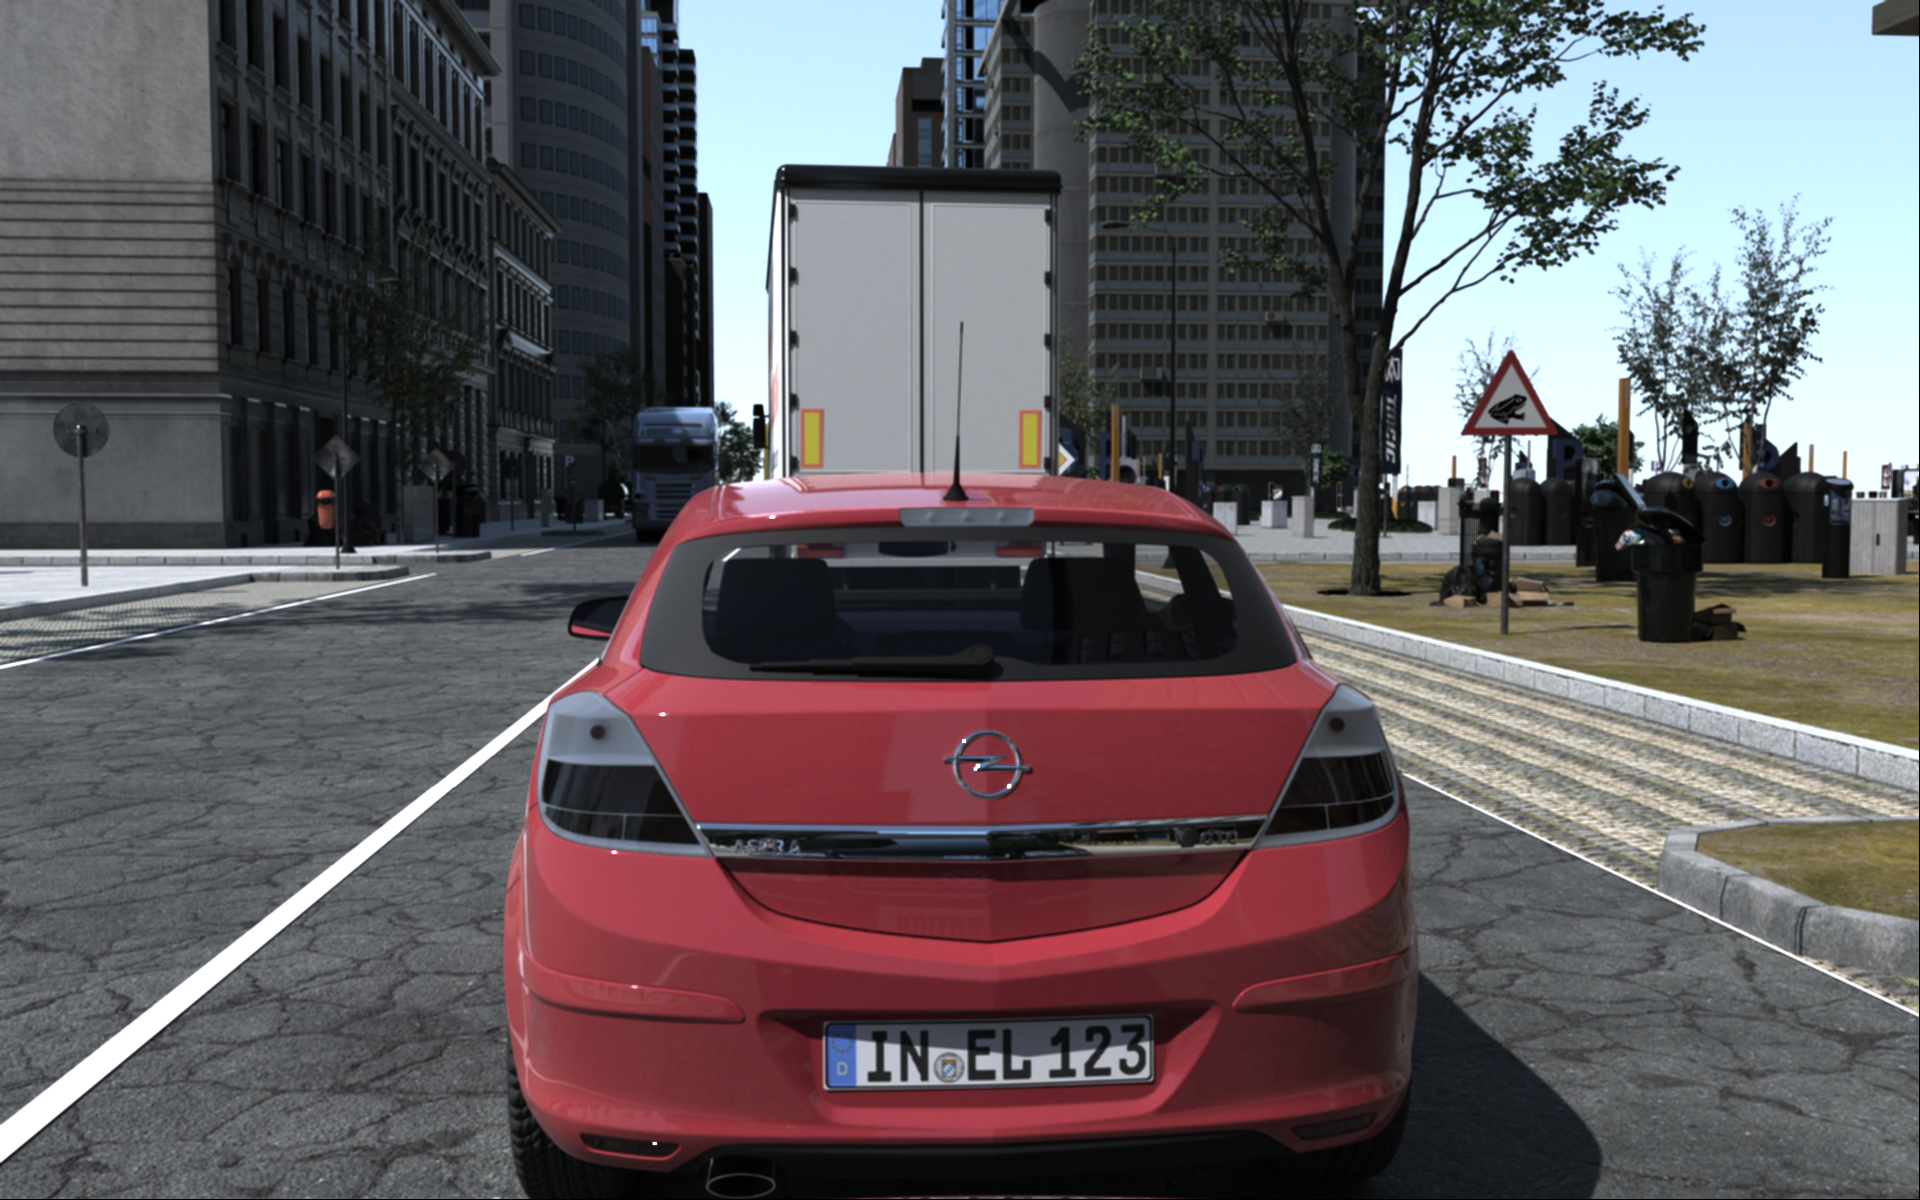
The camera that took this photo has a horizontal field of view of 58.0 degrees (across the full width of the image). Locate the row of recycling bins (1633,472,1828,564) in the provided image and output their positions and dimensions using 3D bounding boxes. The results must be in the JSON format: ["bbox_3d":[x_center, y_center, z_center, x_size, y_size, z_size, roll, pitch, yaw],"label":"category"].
[{"bbox_3d":[14.394,-1.529,32.115,3.534,1.692,1.069,0,4,-6],"label":"row of recycling bins"}]

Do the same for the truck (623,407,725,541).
[{"bbox_3d":[-9.222,-4.261,59.429,2.967,4.110,18.799,0,4,-5],"label":"truck"}]

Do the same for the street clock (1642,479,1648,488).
[{"bbox_3d":[33.360,-4.877,84.316,0.358,2.002,0.471,2,4,32],"label":"street clock"}]

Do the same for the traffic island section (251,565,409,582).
[{"bbox_3d":[-10.629,-0.444,29.540,2.009,0.180,2.903,0,4,-5],"label":"traffic island section"}]

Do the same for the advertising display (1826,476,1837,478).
[{"bbox_3d":[30.888,-3.444,61.522,0.123,1.923,0.974,0,4,7],"label":"advertising display"}]

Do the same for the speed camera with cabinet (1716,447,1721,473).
[{"bbox_3d":[31.830,-4.840,73.475,0.660,3.252,2.038,1,4,16],"label":"speed camera with cabinet"}]

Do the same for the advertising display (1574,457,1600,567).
[{"bbox_3d":[11.148,-1.565,30.799,0.123,1.923,0.974,3,4,38],"label":"advertising display"}]

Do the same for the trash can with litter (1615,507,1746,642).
[{"bbox_3d":[6.352,-0.235,15.225,1.055,1.170,0.624,-2,4,-25],"label":"trash can with litter"}]

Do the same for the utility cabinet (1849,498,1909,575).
[{"bbox_3d":[14.729,-1.028,27.973,0.306,1.237,1.020,-2,4,-29],"label":"utility cabinet"}]

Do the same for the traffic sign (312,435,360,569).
[{"bbox_3d":[-10.606,-1.580,29.480,0.795,2.450,0.064,0,4,-5],"label":"traffic sign"}]

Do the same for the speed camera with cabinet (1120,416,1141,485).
[{"bbox_3d":[3.441,-3.012,43.580,2.038,3.252,0.660,0,4,4],"label":"speed camera with cabinet"}]

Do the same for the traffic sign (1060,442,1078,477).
[{"bbox_3d":[2.527,-2.612,42.805,0.768,2.556,0.104,0,4,-2],"label":"traffic sign"}]

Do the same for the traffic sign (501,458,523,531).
[{"bbox_3d":[-15.638,-3.690,60.444,0.768,2.556,0.104,0,4,0],"label":"traffic sign"}]

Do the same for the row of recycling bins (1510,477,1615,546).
[{"bbox_3d":[15.299,-2.226,43.509,3.534,1.692,1.069,-1,4,-19],"label":"row of recycling bins"}]

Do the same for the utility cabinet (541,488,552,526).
[{"bbox_3d":[-16.331,-3.658,68.480,0.318,1.500,1.173,0,4,-7],"label":"utility cabinet"}]

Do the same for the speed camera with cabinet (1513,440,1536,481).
[{"bbox_3d":[21.155,-4.249,63.806,2.038,3.252,0.660,-3,5,-40],"label":"speed camera with cabinet"}]

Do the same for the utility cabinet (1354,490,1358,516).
[{"bbox_3d":[23.385,-5.600,100.244,1.173,1.500,0.318,-1,4,-19],"label":"utility cabinet"}]

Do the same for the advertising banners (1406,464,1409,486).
[{"bbox_3d":[25.733,-6.363,100.219,0.090,3.025,2.074,2,4,26],"label":"advertising banners"}]

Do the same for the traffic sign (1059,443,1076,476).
[{"bbox_3d":[1.642,-1.645,30.541,0.795,2.450,0.064,0,4,-5],"label":"traffic sign"}]

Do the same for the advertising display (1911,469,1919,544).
[{"bbox_3d":[24.479,-2.374,44.025,0.974,1.923,0.123,2,4,33],"label":"advertising display"}]

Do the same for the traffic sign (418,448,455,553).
[{"bbox_3d":[-11.311,-2.067,37.434,0.795,2.450,0.064,0,4,-5],"label":"traffic sign"}]

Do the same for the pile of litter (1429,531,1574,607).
[{"bbox_3d":[6.279,-0.371,20.024,1.719,0.858,1.176,0,4,7],"label":"pile of litter"}]

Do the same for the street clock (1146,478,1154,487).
[{"bbox_3d":[8.672,-4.528,78.599,0.471,2.002,0.358,-2,4,-31],"label":"street clock"}]

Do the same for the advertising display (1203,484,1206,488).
[{"bbox_3d":[15.198,-6.303,108.273,0.123,1.923,0.974,0,4,-7],"label":"advertising display"}]

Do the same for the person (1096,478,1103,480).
[{"bbox_3d":[2.818,-1.567,34.663,0.362,1.759,0.519,0,4,-4],"label":"person"}]

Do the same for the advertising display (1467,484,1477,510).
[{"bbox_3d":[31.163,-6.168,106.061,0.974,1.923,0.123,1,4,11],"label":"advertising display"}]

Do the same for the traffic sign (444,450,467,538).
[{"bbox_3d":[-14.683,-3.066,50.233,0.768,2.556,0.104,0,4,5],"label":"traffic sign"}]

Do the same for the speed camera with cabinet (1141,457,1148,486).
[{"bbox_3d":[9.370,-6.027,92.878,0.660,3.252,2.038,-1,4,-23],"label":"speed camera with cabinet"}]

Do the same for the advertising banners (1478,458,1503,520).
[{"bbox_3d":[25.570,-5.292,82.707,0.090,3.025,2.074,-3,4,-37],"label":"advertising banners"}]

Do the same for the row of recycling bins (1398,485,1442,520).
[{"bbox_3d":[22.485,-4.719,84.271,1.069,1.692,3.534,-1,4,-17],"label":"row of recycling bins"}]

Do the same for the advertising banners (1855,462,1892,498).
[{"bbox_3d":[54.955,-6.611,104.275,0.090,3.025,2.074,-2,4,-34],"label":"advertising banners"}]

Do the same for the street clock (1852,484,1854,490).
[{"bbox_3d":[59.551,-6.812,115.949,0.358,2.002,0.471,-1,4,-11],"label":"street clock"}]

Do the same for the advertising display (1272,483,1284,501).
[{"bbox_3d":[19.035,-6.020,103.643,0.123,1.923,0.974,-2,4,-28],"label":"advertising display"}]

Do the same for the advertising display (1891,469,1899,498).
[{"bbox_3d":[24.648,-2.462,45.466,0.123,1.923,0.974,3,5,43],"label":"advertising display"}]

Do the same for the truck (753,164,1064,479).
[{"bbox_3d":[-1.008,-1.928,20.440,2.839,4.237,11.283,0,4,-7],"label":"truck"}]

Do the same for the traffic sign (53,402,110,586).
[{"bbox_3d":[-12.185,-1.464,24.035,0.768,2.556,0.104,0,4,-1],"label":"traffic sign"}]

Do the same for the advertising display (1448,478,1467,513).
[{"bbox_3d":[19.949,-3.942,69.663,0.974,1.923,0.123,-3,5,-40],"label":"advertising display"}]

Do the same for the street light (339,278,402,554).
[{"bbox_3d":[-12.713,-3.966,37.385,1.470,5.913,1.316,0,4,-5],"label":"street light"}]

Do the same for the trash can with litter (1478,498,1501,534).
[{"bbox_3d":[16.846,-2.681,55.225,0.624,1.170,1.055,2,4,25],"label":"trash can with litter"}]

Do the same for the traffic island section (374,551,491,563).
[{"bbox_3d":[-11.334,-0.930,37.494,2.009,0.180,2.903,0,4,-5],"label":"traffic island section"}]

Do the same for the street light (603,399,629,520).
[{"bbox_3d":[-16.933,-6.878,85.002,1.470,5.913,1.316,0,4,-5],"label":"street light"}]

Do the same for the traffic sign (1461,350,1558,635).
[{"bbox_3d":[4.963,-0.961,15.713,0.884,2.594,0.081,0,4,-2],"label":"traffic sign"}]

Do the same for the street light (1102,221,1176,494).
[{"bbox_3d":[3.111,-3.494,29.669,1.470,5.913,1.316,0,4,-5],"label":"street light"}]

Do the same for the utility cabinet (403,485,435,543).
[{"bbox_3d":[-14.070,-2.226,45.071,0.318,1.500,1.173,1,4,9],"label":"utility cabinet"}]

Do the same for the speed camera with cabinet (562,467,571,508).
[{"bbox_3d":[-20.981,-6.046,93.194,0.660,3.252,2.038,-1,4,-19],"label":"speed camera with cabinet"}]

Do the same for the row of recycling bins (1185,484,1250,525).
[{"bbox_3d":[10.815,-4.010,72.678,1.069,1.692,3.534,-3,4,-36],"label":"row of recycling bins"}]
